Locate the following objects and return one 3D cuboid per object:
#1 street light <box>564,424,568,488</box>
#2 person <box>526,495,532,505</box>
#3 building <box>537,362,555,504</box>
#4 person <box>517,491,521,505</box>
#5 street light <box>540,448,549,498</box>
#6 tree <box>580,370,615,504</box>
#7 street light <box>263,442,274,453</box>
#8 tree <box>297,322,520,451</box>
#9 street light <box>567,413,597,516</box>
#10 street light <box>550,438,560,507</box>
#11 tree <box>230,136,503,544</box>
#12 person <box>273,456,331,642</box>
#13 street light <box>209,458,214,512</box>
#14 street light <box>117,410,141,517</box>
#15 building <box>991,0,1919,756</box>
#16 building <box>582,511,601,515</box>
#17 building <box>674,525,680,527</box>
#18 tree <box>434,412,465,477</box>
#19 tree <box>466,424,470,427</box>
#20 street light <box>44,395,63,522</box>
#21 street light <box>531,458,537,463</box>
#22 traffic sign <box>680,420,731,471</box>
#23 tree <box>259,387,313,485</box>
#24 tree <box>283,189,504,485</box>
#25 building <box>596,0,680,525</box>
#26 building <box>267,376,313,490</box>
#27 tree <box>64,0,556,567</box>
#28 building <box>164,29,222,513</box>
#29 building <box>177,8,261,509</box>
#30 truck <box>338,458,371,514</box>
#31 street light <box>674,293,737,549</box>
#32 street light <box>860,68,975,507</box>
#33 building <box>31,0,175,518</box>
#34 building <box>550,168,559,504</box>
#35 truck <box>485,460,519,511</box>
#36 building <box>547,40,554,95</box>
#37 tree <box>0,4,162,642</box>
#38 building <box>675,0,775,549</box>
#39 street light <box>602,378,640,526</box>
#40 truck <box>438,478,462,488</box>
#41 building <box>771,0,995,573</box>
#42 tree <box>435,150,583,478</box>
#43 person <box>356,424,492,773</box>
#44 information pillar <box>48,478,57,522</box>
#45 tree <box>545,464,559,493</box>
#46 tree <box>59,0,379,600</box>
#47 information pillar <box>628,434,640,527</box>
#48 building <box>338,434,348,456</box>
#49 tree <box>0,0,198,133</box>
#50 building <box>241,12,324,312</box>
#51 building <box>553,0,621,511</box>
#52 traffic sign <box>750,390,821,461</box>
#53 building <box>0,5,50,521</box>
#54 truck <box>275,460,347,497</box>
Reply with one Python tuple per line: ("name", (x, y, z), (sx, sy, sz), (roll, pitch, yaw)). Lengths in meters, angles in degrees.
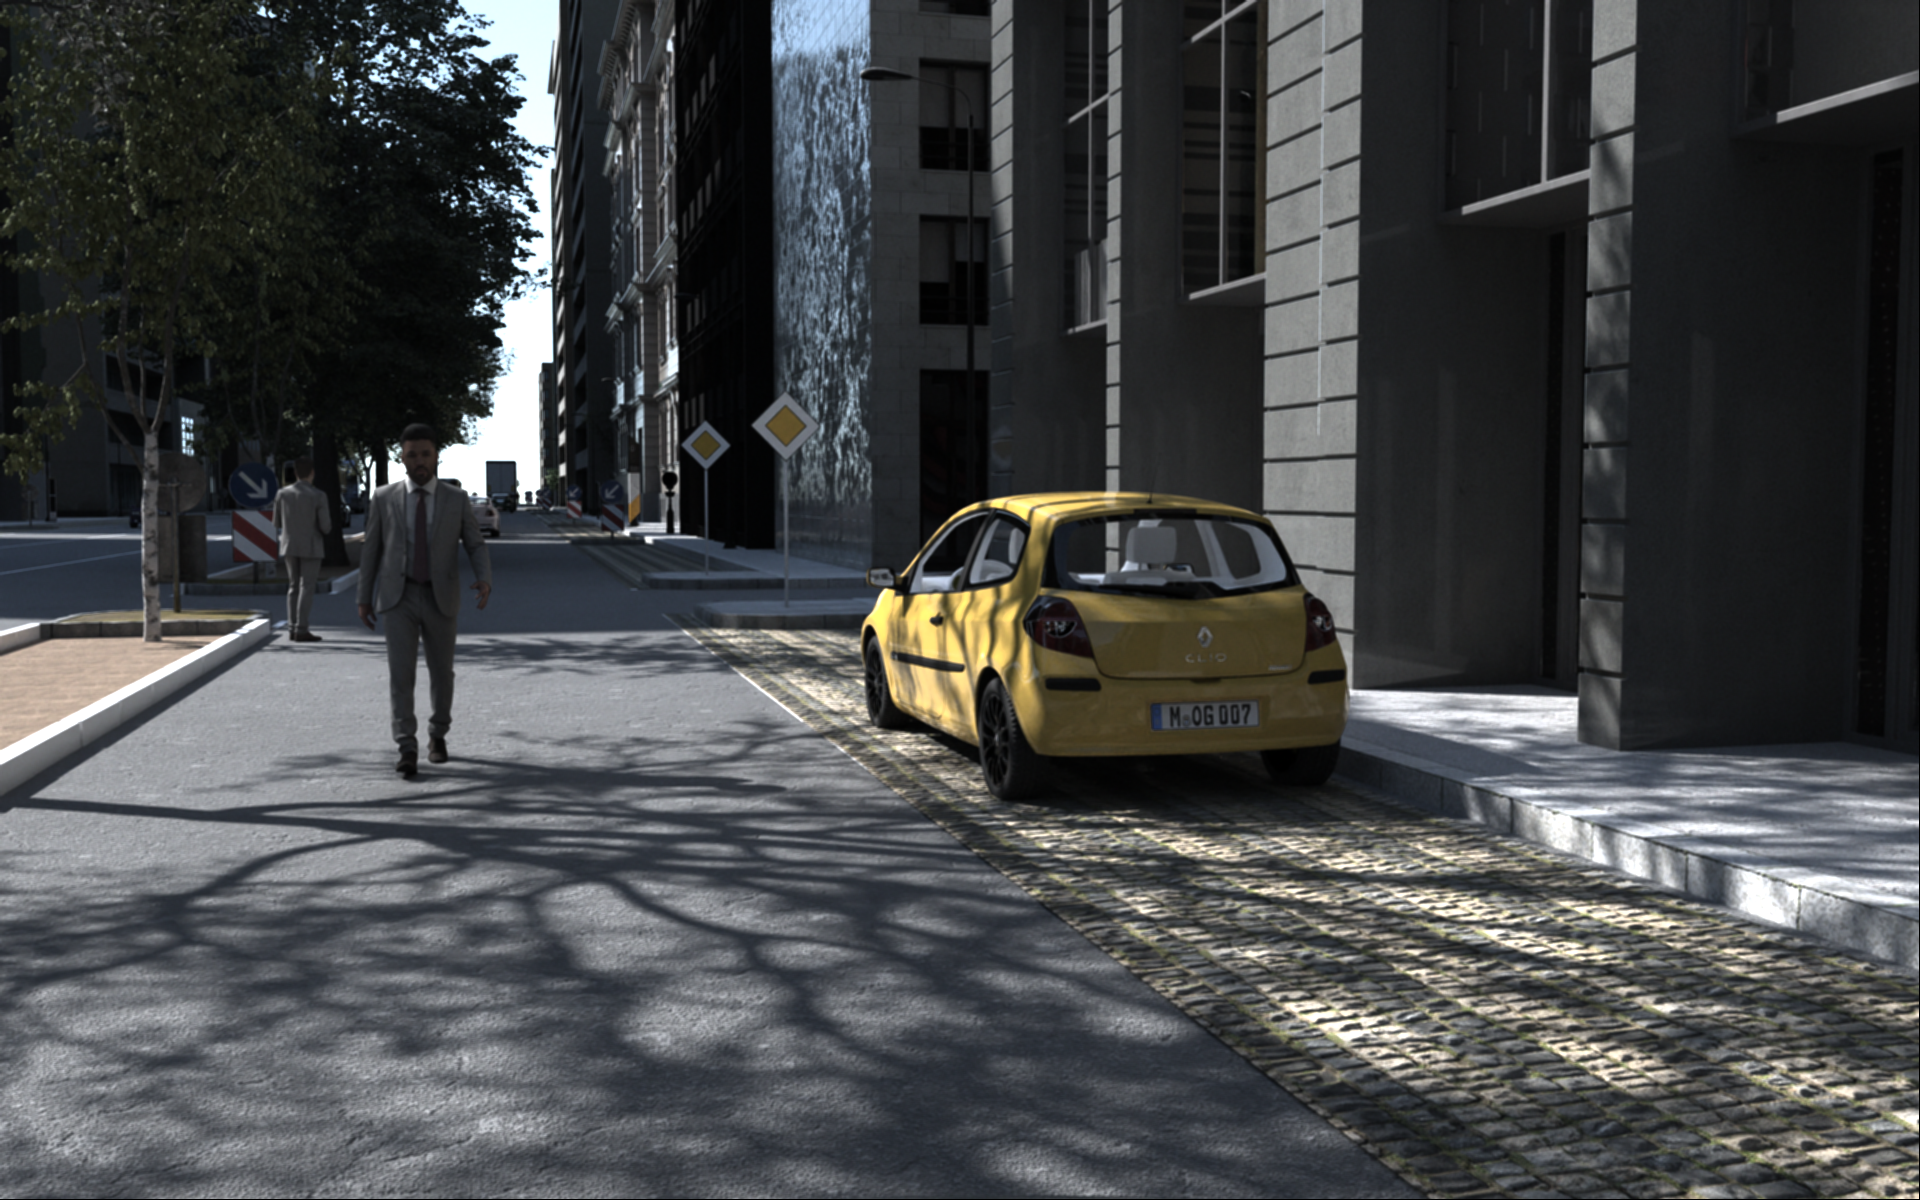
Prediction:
("street light", (-25.629, -8.740, 115.444), (1.470, 5.913, 1.316), (-1, 4, -15))
("person", (-52.976, -12.479, 213.079), (0.990, 1.755, 0.434), (-2, 4, -28))
("building", (-44.988, -24.416, 244.248), (27.650, 21.520, 28.899), (-1, 4, -15))
("person", (-59.426, -13.741, 233.134), (0.705, 1.831, 1.348), (-3, 5, -41))
("street light", (-41.220, -12.341, 174.309), (1.470, 5.913, 1.316), (-1, 4, -15))
("tree", (-20.775, -9.402, 104.080), (4.360, 8.622, 3.978), (0, 3, 0))
("street light", (-61.581, -11.144, 154.748), (1.470, 5.913, 1.316), (-1, 4, -15))
("tree", (-23.072, -8.320, 72.901), (8.767, 10.594, 7.601), (-1, 4, -15))
("street light", (-21.613, -7.765, 99.496), (1.470, 5.913, 1.316), (-1, 4, -15))
("street light", (-33.360, -10.541, 144.893), (1.470, 5.913, 1.316), (-1, 4, -15))
("tree", (-16.581, -7.392, 49.076), (9.928, 11.665, 9.643), (0, 3, 0))
("person", (-6.373, -0.504, 16.946), (0.606, 1.804, 0.583), (0, 4, 6))
("street light", (-53.584, -9.329, 125.065), (1.470, 5.913, 1.316), (-1, 4, -15))
("street light", (-45.830, -7.528, 95.622), (1.470, 5.913, 1.316), (-1, 4, -15))
("building", (9.311, -14.012, 6.583), (11.434, 29.767, 29.804), (-1, 4, -15))
("building", (-15.278, -30.248, 118.250), (21.300, 48.544, 21.600), (-1, 4, -15))
("building", (-4.752, -17.158, 67.930), (14.401, 28.519, 23.554), (-1, 4, -15))
("tree", (-14.416, -5.445, 41.845), (4.737, 8.622, 4.395), (0, 3, 0))
("tree", (-24.264, -7.746, 79.471), (4.737, 8.622, 4.395), (0, 3, 0))
("street light", (-42.009, -6.621, 80.794), (1.470, 5.913, 1.316), (-1, 4, -15))
("street light", (-54.304, -15.375, 223.923), (1.470, 5.913, 1.316), (-1, 4, -15))
("traffic sign", (-3.971, -1.533, 27.254), (0.795, 2.593, 0.064), (-1, 4, -15))
("tree", (-66.038, -15.215, 165.776), (9.611, 12.733, 9.660), (0, 3, 0))
("tree", (-19.277, -8.402, 57.951), (7.486, 12.596, 7.792), (0, 3, 0))
("building", (-11.302, -18.543, 90.568), (14.401, 28.519, 23.554), (-1, 4, -15))
("building", (-84.790, -20.811, 185.296), (27.650, 21.520, 28.899), (-1, 4, -15))
("tree", (-12.397, -7.622, 33.728), (9.857, 13.997, 8.962), (0, 3, 0))
("building", (-66.774, -49.704, 125.328), (22.319, 86.520, 31.000), (-1, 4, -15))
("building", (-69.276, -30.566, 149.862), (14.600, 45.320, 14.200), (-1, 4, -15))
("truck", (-46.015, -8.622, 130.720), (2.967, 4.110, 18.799), (-1, 4, -15))
("street light", (-5.936, -4.150, 40.397), (1.470, 5.913, 1.316), (-1, 4, -15))
("street light", (-0.406, -2.853, 19.180), (1.470, 5.913, 1.316), (-1, 4, -15))
("building", (-59.838, -29.203, 101.165), (21.300, 48.544, 21.600), (-1, 4, -15))
("building", (-44.920, -32.883, 221.232), (14.154, 41.232, 14.086), (-1, 4, -15))
("truck", (-39.613, -9.843, 149.850), (2.839, 4.237, 11.283), (-1, 4, -14))
("building", (-32.689, -37.459, 201.690), (28.713, 52.752, 27.495), (-1, 4, -15))
("tree", (-7.900, -3.907, 16.692), (4.737, 8.622, 4.395), (0, 3, 0))
("building", (-1.016, -13.396, 48.695), (12.332, 23.373, 15.834), (-1, 4, -15))
("street light", (-13.676, -5.951, 69.843), (1.470, 5.913, 1.316), (-1, 4, -15))
("truck", (-62.485, -13.189, 211.570), (3.469, 3.379, 9.791), (-1, 4, -13))
("building", (5.384, -11.001, 34.618), (16.860, 20.320, 10.420), (-1, 4, -15))
("tree", (-27.002, -14.328, 92.614), (12.611, 20.169, 13.585), (0, 3, 0))
("person", (-2.789, -0.014, 9.010), (0.678, 1.792, 0.850), (-1, 4, -17))
("information pillar", (-41.943, -4.620, 80.025), (0.304, 2.012, 0.304), (-2, 4, -33))
("tree", (-42.121, -12.168, 182.660), (4.285, 4.588, 4.351), (0, 3, 0))
("tree", (-10.737, -4.518, 26.693), (4.737, 8.622, 4.395), (0, 3, 0))
("information pillar", (-12.774, -4.679, 67.849), (0.504, 3.616, 0.183), (-3, 5, -44))
("building", (-90.786, -28.335, 234.979), (14.160, 30.474, 14.107), (-1, 4, -15))
("tree", (-6.118, -5.837, 8.266), (12.009, 13.543, 11.850), (0, 3, 0))
("building", (-89.511, -41.017, 212.621), (21.231, 58.520, 28.212), (-1, 4, -15))
("building", (-27.434, -33.152, 165.729), (21.300, 48.544, 21.600), (-1, 4, -15))
("traffic sign", (-1.939, -1.061, 19.530), (0.795, 2.593, 0.064), (-1, 4, -15))
("building", (-50.278, -18.667, 76.899), (14.160, 30.474, 14.107), (-1, 4, -15))
("truck", (-38.123, -6.503, 102.246), (3.469, 3.379, 9.791), (-1, 4, -13))
